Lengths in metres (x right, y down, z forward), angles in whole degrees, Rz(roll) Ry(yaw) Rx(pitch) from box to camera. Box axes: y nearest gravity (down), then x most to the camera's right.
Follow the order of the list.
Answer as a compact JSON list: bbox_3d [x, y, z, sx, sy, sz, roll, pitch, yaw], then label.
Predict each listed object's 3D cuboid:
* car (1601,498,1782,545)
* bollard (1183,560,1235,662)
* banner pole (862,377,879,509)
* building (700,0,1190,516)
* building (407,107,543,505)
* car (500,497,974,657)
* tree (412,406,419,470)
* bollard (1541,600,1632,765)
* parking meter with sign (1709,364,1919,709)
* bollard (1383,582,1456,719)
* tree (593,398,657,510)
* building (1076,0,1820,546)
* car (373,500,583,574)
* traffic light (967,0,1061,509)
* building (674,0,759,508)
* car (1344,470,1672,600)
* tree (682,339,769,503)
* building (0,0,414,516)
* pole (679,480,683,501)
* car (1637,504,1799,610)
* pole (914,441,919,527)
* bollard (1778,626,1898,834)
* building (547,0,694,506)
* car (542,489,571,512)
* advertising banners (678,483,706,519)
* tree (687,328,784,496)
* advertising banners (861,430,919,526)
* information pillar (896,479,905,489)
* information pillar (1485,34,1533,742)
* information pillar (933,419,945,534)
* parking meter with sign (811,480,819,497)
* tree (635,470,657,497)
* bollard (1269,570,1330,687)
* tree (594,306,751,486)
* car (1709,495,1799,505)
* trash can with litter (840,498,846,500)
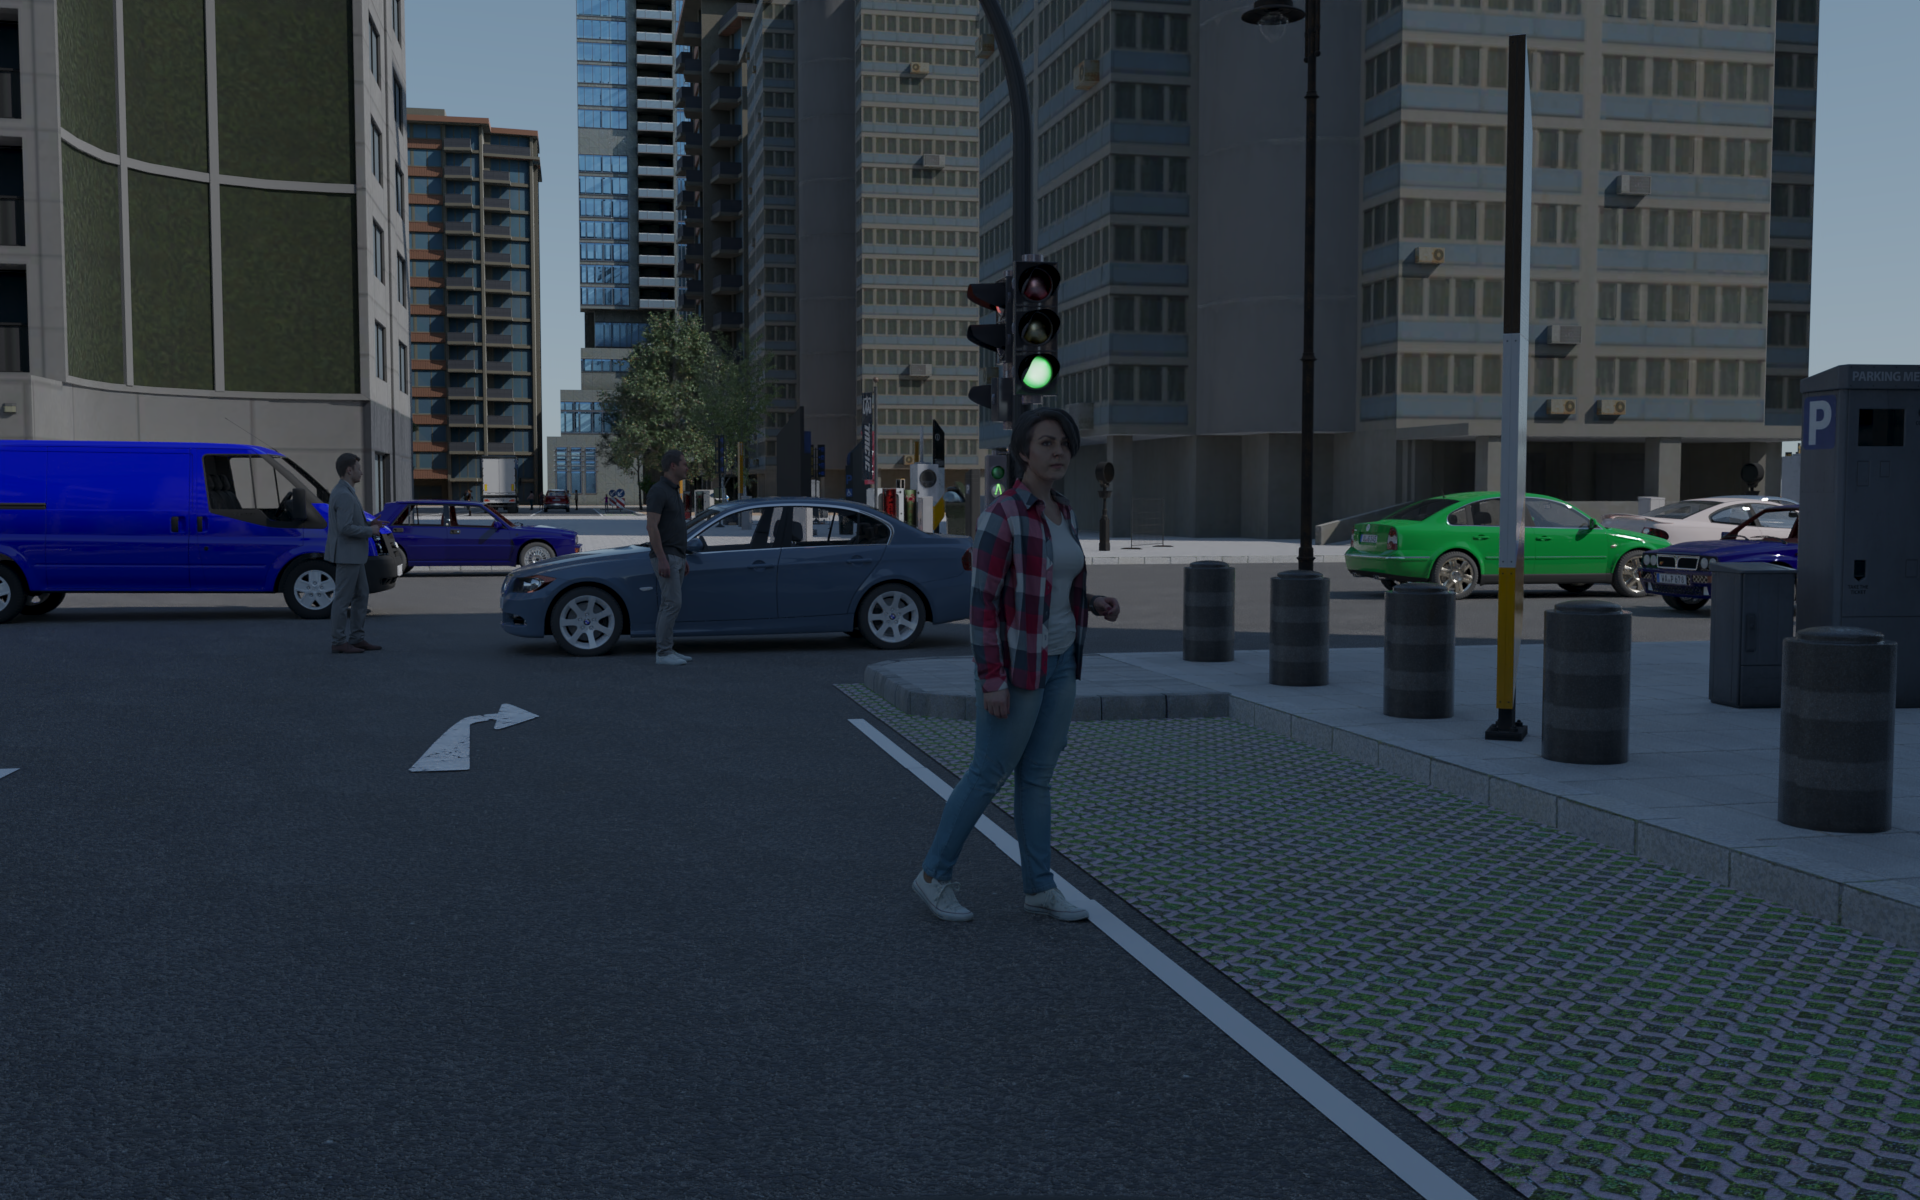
[{"bbox_3d":[12.787,-0.971,28.234,4.827,1.381,2.083,-1,4,-13],"label":"car"},{"bbox_3d":[1.922,0.082,13.377,0.404,0.777,0.398,0,3,0],"label":"bollard"},{"bbox_3d":[-1.921,-2.893,37.317,0.401,3.779,0.863,-2,4,-31],"label":"banner pole"},{"bbox_3d":[-2.731,-26.669,127.917,32.217,40.220,23.993,-1,4,-12],"label":"building"},{"bbox_3d":[-62.746,-33.299,199.057,28.867,44.769,22.147,-1,4,-12],"label":"building"},{"bbox_3d":[-2.037,-0.268,16.382,4.499,1.417,2.014,-1,4,-14],"label":"car"},{"bbox_3d":[-54.022,-15.456,160.127,7.806,13.903,7.818,0,3,0],"label":"tree"},{"bbox_3d":[3.029,0.388,8.372,0.404,0.777,0.398,0,3,0],"label":"bollard"},{"bbox_3d":[5.480,-0.870,10.478,1.738,3.016,0.543,0,4,-6],"label":"parking meter with sign"},{"bbox_3d":[2.662,0.286,10.040,0.404,0.777,0.398,0,3,0],"label":"bollard"},{"bbox_3d":[-26.514,-12.683,141.779,7.601,10.594,8.767,-1,4,-9],"label":"tree"},{"bbox_3d":[14.162,-22.369,57.621,23.993,40.220,32.217,-1,4,-12],"label":"building"},{"bbox_3d":[-8.647,-1.099,30.555,3.894,1.354,1.945,-1,4,-11],"label":"car"},{"bbox_3d":[-1.616,-2.256,11.556,4.771,5.953,1.251,-1,4,-12],"label":"traffic light"},{"bbox_3d":[-13.462,-30.447,152.426,22.147,44.769,28.867,-1,4,-12],"label":"building"},{"bbox_3d":[7.849,-0.957,24.449,4.718,1.807,1.959,-1,4,-11],"label":"car"},{"bbox_3d":[-11.150,-8.041,81.827,4.360,8.622,3.978,0,3,0],"label":"tree"},{"bbox_3d":[-25.684,-36.959,42.529,20.611,71.187,20.563,-1,4,-12],"label":"building"},{"bbox_3d":[-15.937,-6.423,98.855,0.158,3.312,0.155,0,3,0],"label":"pole"},{"bbox_3d":[10.314,-0.514,20.985,3.894,1.354,1.945,-1,4,-14],"label":"car"},{"bbox_3d":[-1.688,-4.484,67.155,0.158,3.312,0.155,0,3,0],"label":"pole"},{"bbox_3d":[3.401,0.489,6.717,0.404,0.777,0.398,0,3,0],"label":"bollard"},{"bbox_3d":[-33.328,-54.578,205.015,31.000,86.520,22.319,-1,4,-12],"label":"building"},{"bbox_3d":[-32.240,-7.935,138.416,2.281,1.827,5.304,-1,4,-13],"label":"car"},{"bbox_3d":[-13.432,-5.458,85.427,2.074,3.025,0.090,2,4,27],"label":"advertising banners"},{"bbox_3d":[-9.695,-7.682,75.968,4.737,8.622,4.395,0,3,0],"label":"tree"},{"bbox_3d":[-1.944,-3.181,48.200,2.074,3.025,0.090,-3,5,-42],"label":"advertising banners"},{"bbox_3d":[-2.880,-4.852,83.823,0.304,2.012,0.304,3,4,39],"label":"information pillar"},{"bbox_3d":[2.924,-1.087,9.127,0.183,3.616,0.504,1,4,23],"label":"information pillar"},{"bbox_3d":[-0.679,-3.846,54.237,0.183,3.616,0.504,3,5,41],"label":"information pillar"},{"bbox_3d":[-7.897,-5.903,92.770,1.738,3.016,0.543,-3,4,-36],"label":"parking meter with sign"},{"bbox_3d":[-24.605,-8.691,136.691,1.663,3.219,1.824,0,3,0],"label":"tree"},{"bbox_3d":[2.293,0.184,11.703,0.404,0.777,0.398,0,3,0],"label":"bollard"},{"bbox_3d":[-17.560,-11.552,105.887,9.611,12.733,9.660,0,3,0],"label":"tree"},{"bbox_3d":[15.853,-1.359,34.224,4.499,1.417,2.014,-1,4,-14],"label":"car"},{"bbox_3d":[-3.345,-2.637,54.509,1.055,1.170,0.624,0,4,-7],"label":"trash can with litter"}]
